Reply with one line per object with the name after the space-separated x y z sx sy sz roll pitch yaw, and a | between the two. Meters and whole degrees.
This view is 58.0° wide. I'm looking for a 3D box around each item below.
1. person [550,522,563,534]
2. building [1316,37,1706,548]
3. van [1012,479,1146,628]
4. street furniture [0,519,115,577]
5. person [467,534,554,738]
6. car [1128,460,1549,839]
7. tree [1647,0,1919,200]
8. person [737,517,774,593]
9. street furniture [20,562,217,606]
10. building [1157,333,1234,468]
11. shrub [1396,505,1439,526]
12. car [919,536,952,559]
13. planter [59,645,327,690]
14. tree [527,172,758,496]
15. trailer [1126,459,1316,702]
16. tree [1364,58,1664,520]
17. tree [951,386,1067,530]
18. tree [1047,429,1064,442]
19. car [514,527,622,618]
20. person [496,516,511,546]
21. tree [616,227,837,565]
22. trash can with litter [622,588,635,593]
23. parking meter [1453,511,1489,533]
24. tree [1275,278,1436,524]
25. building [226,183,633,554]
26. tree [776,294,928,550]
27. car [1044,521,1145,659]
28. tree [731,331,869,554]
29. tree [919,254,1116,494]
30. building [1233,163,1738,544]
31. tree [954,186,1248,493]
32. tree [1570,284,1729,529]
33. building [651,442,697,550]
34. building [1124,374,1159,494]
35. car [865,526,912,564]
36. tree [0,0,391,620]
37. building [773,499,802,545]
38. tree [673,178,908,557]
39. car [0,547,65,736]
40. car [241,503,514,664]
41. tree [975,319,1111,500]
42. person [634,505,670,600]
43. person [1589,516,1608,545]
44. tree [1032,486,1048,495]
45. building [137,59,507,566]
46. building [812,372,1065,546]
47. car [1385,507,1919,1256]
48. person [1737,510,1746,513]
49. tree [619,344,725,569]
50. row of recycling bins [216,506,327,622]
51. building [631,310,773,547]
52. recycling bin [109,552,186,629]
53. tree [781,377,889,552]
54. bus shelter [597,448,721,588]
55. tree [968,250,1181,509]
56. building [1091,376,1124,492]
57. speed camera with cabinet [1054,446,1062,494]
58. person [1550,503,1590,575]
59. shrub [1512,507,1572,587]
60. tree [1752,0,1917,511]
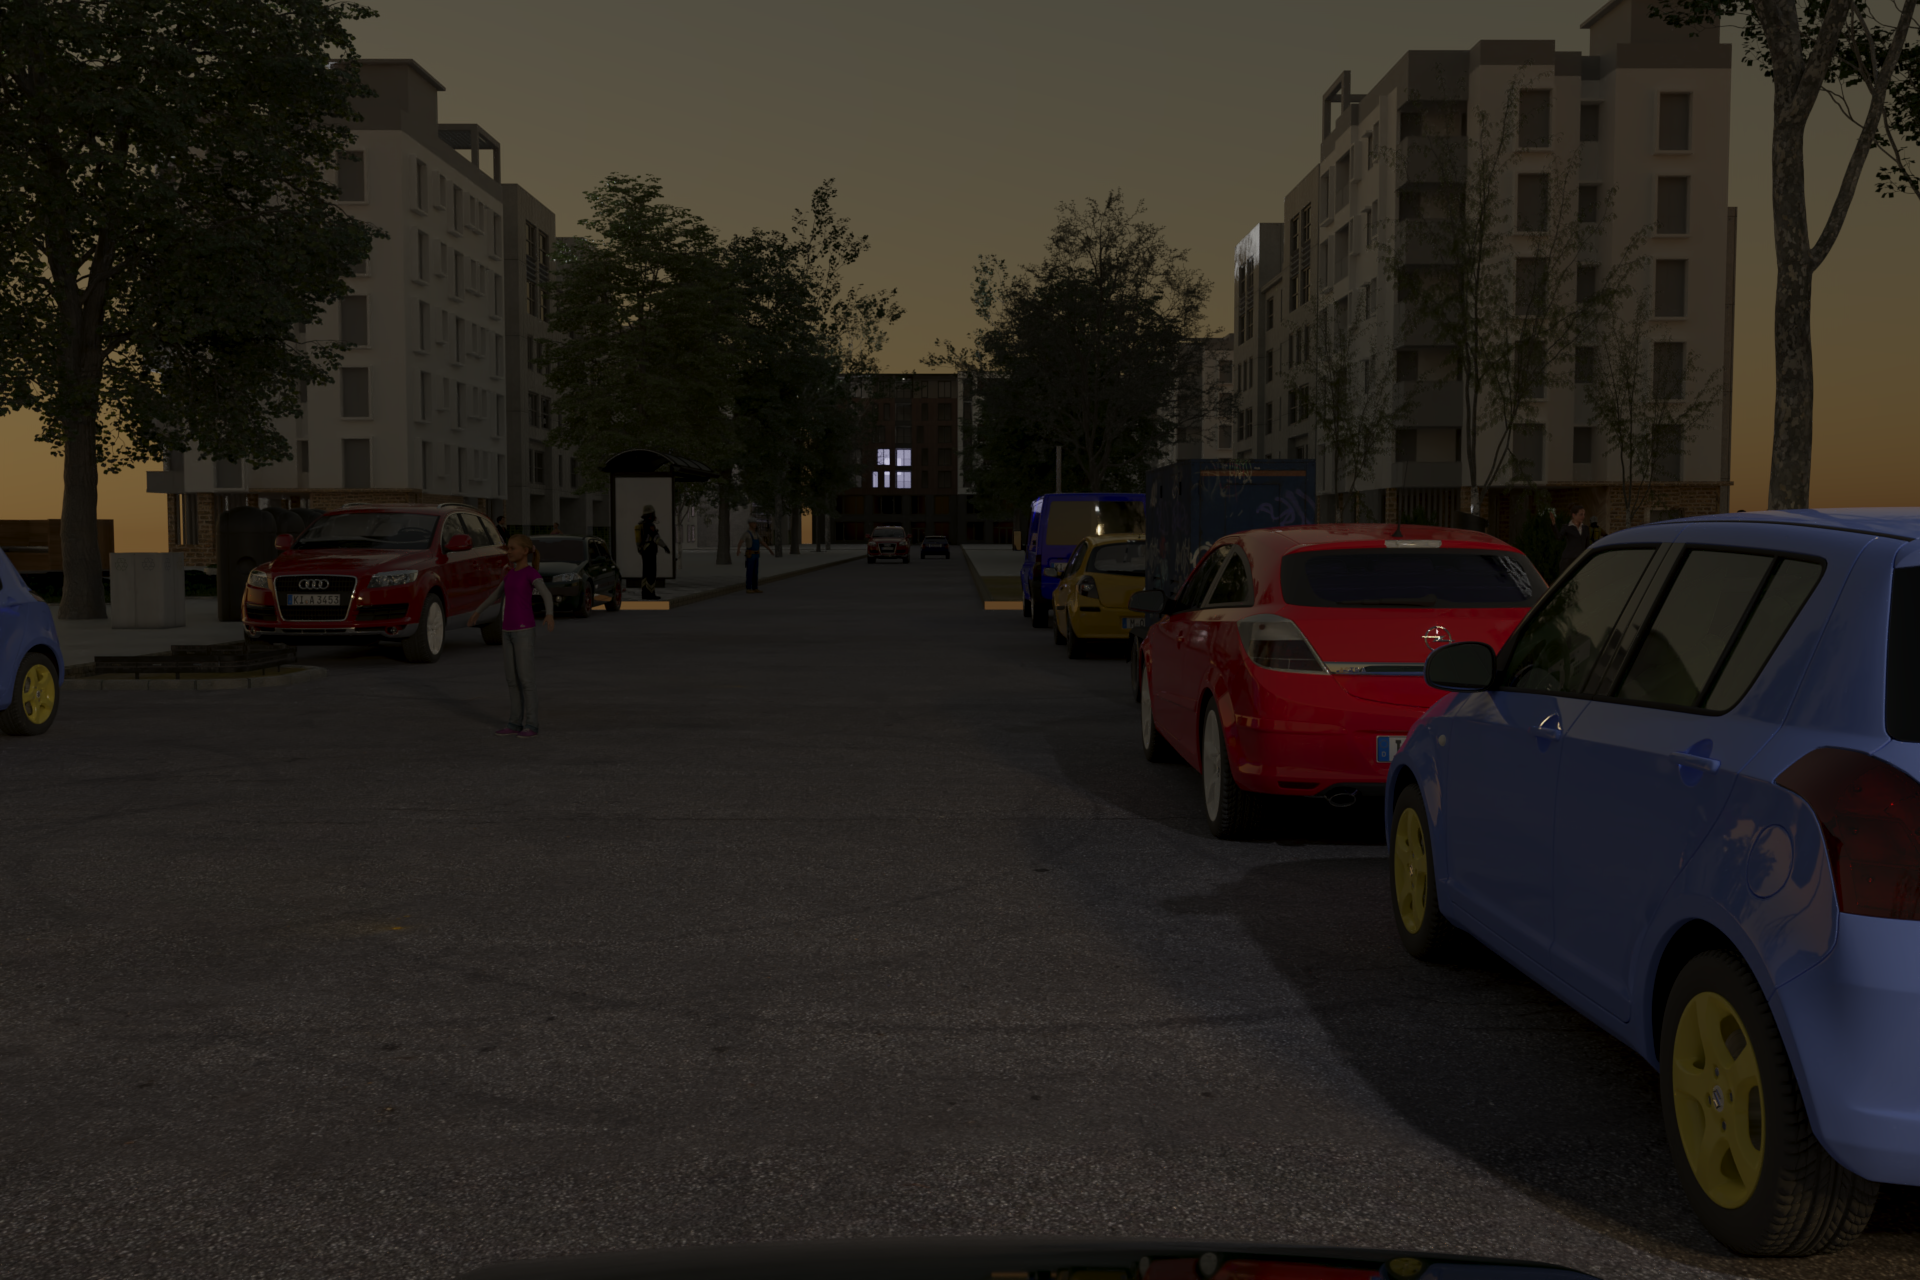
-15.614 -3.666 66.735 1.217 1.733 0.721 2 4 29 | person
20.303 -13.201 72.248 16.016 20.090 11.380 0 3 0 | building
2.021 -1.453 28.147 2.240 2.365 5.245 0 4 0 | van
-28.609 -2.829 53.109 11.010 1.723 9.812 3 4 38 | street furniture
-3.162 -0.032 12.240 0.991 1.433 0.599 3 5 41 | person
2.058 -0.036 9.628 2.155 1.783 4.494 0 4 0 | car
22.157 -11.229 39.479 12.611 20.169 13.585 0 3 0 | tree
-5.001 -2.054 41.904 0.705 1.847 1.347 2 4 33 | person
-16.188 -1.261 36.249 5.734 0.657 10.072 1 4 23 | street furniture
23.849 -18.787 163.581 16.016 20.090 11.380 0 4 0 | building
11.784 -2.487 44.696 1.661 2.075 1.752 0 3 0 | shrub
-1.440 -5.402 100.899 1.945 1.354 3.894 0 4 -1 | car
-7.349 0.259 16.902 1.991 0.319 1.994 0 4 0 | planter
-10.067 -8.385 55.220 7.486 12.596 7.792 0 3 0 | tree
2.184 -0.493 15.113 1.471 1.999 3.904 0 4 -1 | trailer
8.097 -4.729 27.684 4.360 8.622 3.978 0 3 0 | tree
4.432 -14.194 138.731 9.857 13.997 8.962 0 3 0 | tree
5.516 -9.571 106.851 4.737 8.622 4.395 0 3 0 | tree
-7.173 -1.281 30.732 2.009 1.686 4.222 0 4 0 | car
-13.223 -2.682 50.030 0.705 1.806 1.347 1 4 19 | person
-10.064 -10.160 72.777 9.857 13.997 8.962 0 3 0 | tree
-7.862 -1.663 38.250 1.678 1.210 2.233 0 4 0 | trash can with litter
5.550 -0.638 18.844 0.372 1.533 0.369 0 3 0 | parking meter
10.896 -6.132 50.625 4.360 8.622 3.978 0 3 0 | tree
-30.732 -14.489 103.358 16.747 18.905 31.486 0 4 0 | building
-9.449 -17.160 136.448 12.611 20.169 13.585 0 3 0 | tree
2.065 -0.676 21.274 2.015 1.641 3.980 0 4 0 | car
-10.553 -12.467 110.497 9.857 13.997 8.962 0 3 0 | tree
3.896 -16.058 118.440 12.611 20.169 13.585 0 3 0 | tree
25.379 -13.760 91.441 16.747 18.905 31.486 0 4 0 | building
4.919 -9.270 61.941 12.009 13.543 11.850 0 3 0 | tree
19.783 -6.183 51.450 4.360 8.622 3.978 0 3 0 | tree
-27.658 -12.902 153.103 9.099 9.664 28.070 0 4 0 | building
22.372 -19.911 181.963 16.016 20.090 11.380 0 4 0 | building
-3.506 -4.702 85.558 2.281 1.827 5.304 0 4 -1 | car
-13.269 -7.300 26.004 9.857 13.997 8.962 0 3 0 | tree
-28.621 -20.594 203.170 16.747 18.905 31.486 0 4 1 | building
-9.322 -14.509 93.110 12.611 20.169 13.585 0 3 0 | tree
-7.378 -0.088 11.031 1.945 1.707 3.694 0 3 0 | car
-6.824 -0.745 20.855 2.281 1.827 5.304 0 3 0 | car
4.659 -10.551 90.637 7.486 12.596 7.792 0 3 0 | tree
-6.070 -1.723 33.950 0.705 1.856 1.354 -2 4 -35 | person
20.085 -3.009 54.965 1.354 1.858 0.705 0 4 -2 | person
4.492 -9.196 100.715 4.360 8.622 3.978 0 3 0 | tree
-26.825 -13.089 70.429 16.016 20.090 11.380 0 4 0 | building
-2.561 -23.415 229.264 32.646 21.610 27.936 0 4 0 | building
2.344 0.297 4.743 1.945 1.707 3.694 0 3 0 | car
14.556 -1.568 32.446 1.217 1.737 0.721 -1 4 -13 | person
-10.229 -6.910 63.339 4.360 8.622 3.978 0 3 0 | tree
-10.501 -1.215 26.986 1.069 1.692 3.534 0 4 0 | row of recycling bins
-29.546 -21.193 177.435 19.493 23.208 18.063 0 4 0 | building
-11.110 -0.682 23.700 0.722 1.027 0.722 0 4 0 | recycling bin
-10.168 -13.028 123.375 12.009 13.543 11.850 0 3 0 | tree
-7.478 -3.041 43.648 2.014 3.302 5.546 0 4 2 | bus shelter
5.378 -10.475 77.921 9.857 13.997 8.962 0 3 0 | tree
22.982 -20.498 201.598 16.747 18.905 31.486 0 4 0 | building
2.436 -2.695 38.407 0.660 3.252 2.038 0 4 -2 | speed camera with cabinet
8.623 -1.074 24.410 0.742 1.727 0.445 -3 5 -43 | person
13.666 -2.194 40.289 1.690 2.028 1.600 0 3 0 | shrub
7.919 -9.793 16.007 12.611 20.169 13.585 0 3 0 | tree
